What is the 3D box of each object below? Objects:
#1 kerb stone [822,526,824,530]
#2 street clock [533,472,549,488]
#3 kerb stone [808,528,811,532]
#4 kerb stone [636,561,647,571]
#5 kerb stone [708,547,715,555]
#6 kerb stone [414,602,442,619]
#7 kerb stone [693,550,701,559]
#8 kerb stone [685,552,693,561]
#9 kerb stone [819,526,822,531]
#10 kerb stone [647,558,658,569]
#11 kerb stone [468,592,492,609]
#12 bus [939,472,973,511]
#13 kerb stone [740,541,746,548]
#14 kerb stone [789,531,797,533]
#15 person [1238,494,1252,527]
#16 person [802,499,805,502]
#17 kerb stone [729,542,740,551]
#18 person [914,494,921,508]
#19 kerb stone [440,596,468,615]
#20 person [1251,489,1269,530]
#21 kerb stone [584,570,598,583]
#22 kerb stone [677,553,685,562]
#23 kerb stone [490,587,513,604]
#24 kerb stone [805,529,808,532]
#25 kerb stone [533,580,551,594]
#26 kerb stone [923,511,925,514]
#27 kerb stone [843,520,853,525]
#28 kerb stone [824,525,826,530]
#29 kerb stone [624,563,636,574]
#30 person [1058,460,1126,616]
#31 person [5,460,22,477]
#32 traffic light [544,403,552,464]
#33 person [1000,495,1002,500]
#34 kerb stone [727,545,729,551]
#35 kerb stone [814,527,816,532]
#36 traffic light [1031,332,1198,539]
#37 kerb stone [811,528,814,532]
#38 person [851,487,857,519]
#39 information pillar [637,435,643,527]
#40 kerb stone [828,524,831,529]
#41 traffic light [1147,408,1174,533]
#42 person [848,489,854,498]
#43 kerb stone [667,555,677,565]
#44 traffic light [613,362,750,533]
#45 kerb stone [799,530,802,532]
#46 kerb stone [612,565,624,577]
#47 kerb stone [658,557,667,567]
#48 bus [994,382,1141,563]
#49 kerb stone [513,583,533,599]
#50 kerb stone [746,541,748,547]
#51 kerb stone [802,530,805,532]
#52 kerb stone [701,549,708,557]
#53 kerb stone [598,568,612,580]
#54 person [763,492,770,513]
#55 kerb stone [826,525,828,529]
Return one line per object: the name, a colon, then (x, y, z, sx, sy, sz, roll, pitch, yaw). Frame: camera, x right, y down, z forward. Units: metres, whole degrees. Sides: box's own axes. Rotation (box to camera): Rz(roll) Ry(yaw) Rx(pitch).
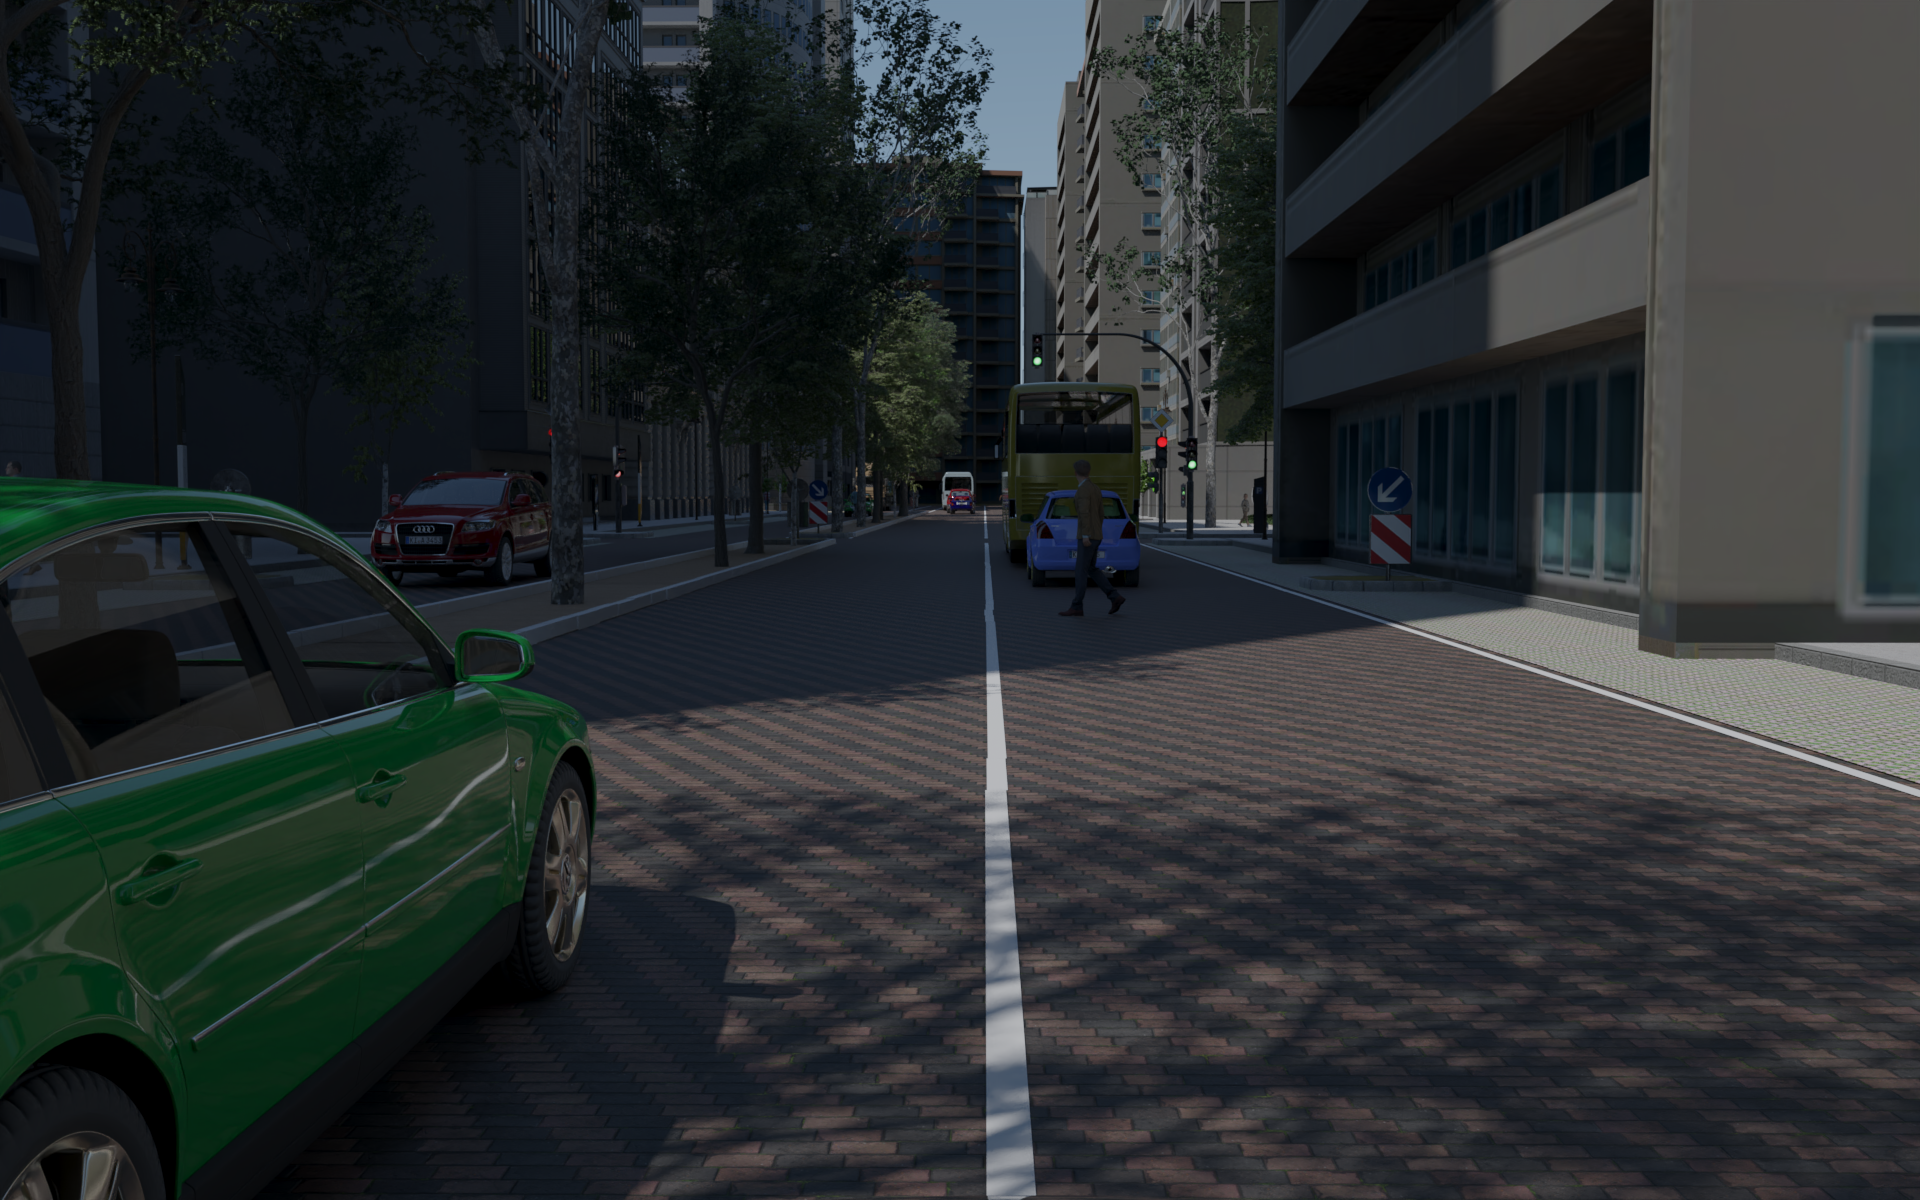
kerb stone: (-5.500, -2.770, 67.479, 0.120, 0.150, 1.000, 0, 4, 1)
street clock: (-13.660, -3.173, 56.452, 0.471, 2.002, 0.358, 0, 4, 3)
kerb stone: (-5.571, -2.455, 62.351, 0.120, 0.150, 1.000, 0, 4, 1)
kerb stone: (-6.005, -0.605, 32.094, 0.120, 0.150, 1.000, 0, 4, 1)
kerb stone: (-5.883, -1.107, 40.287, 0.120, 0.150, 1.000, 0, 4, 1)
kerb stone: (-6.169, 0.147, 19.795, 0.120, 0.150, 1.000, 0, 4, 1)
kerb stone: (-5.914, -0.981, 38.235, 0.120, 0.150, 1.000, 0, 4, 1)
kerb stone: (-5.927, -0.916, 37.209, 0.120, 0.150, 1.000, 0, 4, 1)
kerb stone: (-5.516, -2.707, 66.450, 0.120, 0.150, 1.000, 0, 4, 1)
kerb stone: (-5.979, -0.663, 33.116, 0.120, 0.150, 1.000, 0, 4, 1)
kerb stone: (-6.140, 0.022, 21.838, 0.120, 0.150, 1.000, 0, 4, 1)
bus: (-0.288, -9.628, 152.277, 2.948, 3.499, 13.247, 0, 4, -1)
kerb stone: (-5.813, -1.420, 45.410, 0.120, 0.150, 1.000, 0, 4, 1)
kerb stone: (-5.631, -2.206, 58.256, 0.120, 0.150, 1.000, 0, 4, 1)
person: (11.163, -3.511, 67.720, 0.640, 1.303, 0.475, 2, 4, 30)
person: (-10.778, -6.581, 116.221, 0.709, 1.813, 0.853, -2, 4, -25)
kerb stone: (-5.823, -1.356, 44.388, 0.120, 0.150, 1.000, 0, 4, 1)
person: (-4.605, -10.524, 181.291, 1.217, 1.736, 0.721, -2, 4, -35)
kerb stone: (-6.150, 0.084, 20.817, 0.120, 0.150, 1.000, 0, 4, 1)
person: (10.680, -3.409, 61.626, 0.661, 1.843, 0.795, 2, 4, 34)
kerb stone: (-6.056, -0.354, 27.979, 0.120, 0.150, 1.000, 0, 4, 1)
kerb stone: (-5.943, -0.854, 36.185, 0.120, 0.150, 1.000, 0, 4, 1)
kerb stone: (-6.126, -0.041, 22.860, 0.120, 0.150, 1.000, 0, 4, 1)
kerb stone: (-5.587, -2.393, 61.328, 0.120, 0.150, 1.000, 0, 4, 1)
kerb stone: (-6.099, -0.166, 24.914, 0.120, 0.150, 1.000, 0, 4, 1)
kerb stone: (-2.675, -5.905, 118.738, 0.120, 0.150, 1.000, 0, 4, 1)
kerb stone: (-5.296, -3.647, 81.820, 0.120, 0.150, 1.000, 0, 4, 1)
kerb stone: (-5.490, -2.832, 68.501, 0.120, 0.150, 1.000, 0, 4, 1)
kerb stone: (-6.015, -0.543, 31.068, 0.120, 0.150, 1.000, 0, 4, 1)
person: (1.548, -0.738, 20.485, 0.836, 1.842, 0.656, -1, 4, -10)
person: (-14.817, -1.283, 27.118, 0.767, 1.812, 0.694, -2, 4, -32)
traffic light: (-11.378, -3.685, 49.171, 0.839, 4.253, 0.868, 0, 4, 1)
person: (3.548, -7.826, 136.474, 0.705, 1.822, 1.348, -3, 5, -44)
kerb stone: (-5.854, -1.232, 42.338, 0.120, 0.150, 1.000, 0, 4, 1)
kerb stone: (-5.541, -2.581, 64.401, 0.120, 0.150, 1.000, 0, 4, 1)
traffic light: (4.389, -4.536, 48.826, 4.771, 5.953, 1.251, 0, 4, 1)
kerb stone: (-5.562, -2.519, 63.376, 0.120, 0.150, 1.000, 0, 4, 1)
person: (-6.149, -5.678, 101.192, 0.638, 1.841, 0.748, 3, 5, 41)
information pillar: (-12.667, -4.719, 68.506, 0.183, 3.616, 0.504, 0, 4, -3)
kerb stone: (-5.460, -2.958, 70.551, 0.120, 0.150, 1.000, 0, 4, 1)
traffic light: (6.593, -4.159, 56.922, 0.839, 4.253, 0.868, 0, 4, 1)
person: (-11.500, -10.962, 185.281, 0.705, 1.822, 1.348, -3, 4, -36)
kerb stone: (-5.947, -0.793, 35.159, 0.120, 0.150, 1.000, 0, 4, 1)
traffic light: (-9.173, -5.045, 57.161, 4.771, 5.953, 1.251, 0, 4, 1)
kerb stone: (-5.618, -2.268, 59.284, 0.120, 0.150, 1.000, 0, 4, 1)
kerb stone: (-6.029, -0.480, 30.046, 0.120, 0.150, 1.000, 0, 4, 1)
kerb stone: (-5.970, -0.730, 34.138, 0.120, 0.150, 1.000, 0, 4, 1)
bus: (2.249, -2.898, 38.922, 2.896, 3.916, 12.252, 0, 4, 1)
kerb stone: (-6.114, -0.103, 23.883, 0.120, 0.150, 1.000, 0, 4, 1)
kerb stone: (-5.793, -1.482, 46.432, 0.120, 0.150, 1.000, 0, 4, 1)
kerb stone: (-5.601, -2.320, 60.307, 0.120, 0.150, 1.000, 0, 4, 1)
kerb stone: (-5.899, -1.044, 39.257, 0.120, 0.150, 1.000, 0, 4, 1)
kerb stone: (-6.034, -0.417, 29.015, 0.120, 0.150, 1.000, 0, 4, 1)
person: (-13.168, -6.787, 117.854, 0.563, 1.720, 0.643, 3, 4, 37)
kerb stone: (-5.485, -2.894, 69.523, 0.120, 0.150, 1.000, 0, 4, 1)
